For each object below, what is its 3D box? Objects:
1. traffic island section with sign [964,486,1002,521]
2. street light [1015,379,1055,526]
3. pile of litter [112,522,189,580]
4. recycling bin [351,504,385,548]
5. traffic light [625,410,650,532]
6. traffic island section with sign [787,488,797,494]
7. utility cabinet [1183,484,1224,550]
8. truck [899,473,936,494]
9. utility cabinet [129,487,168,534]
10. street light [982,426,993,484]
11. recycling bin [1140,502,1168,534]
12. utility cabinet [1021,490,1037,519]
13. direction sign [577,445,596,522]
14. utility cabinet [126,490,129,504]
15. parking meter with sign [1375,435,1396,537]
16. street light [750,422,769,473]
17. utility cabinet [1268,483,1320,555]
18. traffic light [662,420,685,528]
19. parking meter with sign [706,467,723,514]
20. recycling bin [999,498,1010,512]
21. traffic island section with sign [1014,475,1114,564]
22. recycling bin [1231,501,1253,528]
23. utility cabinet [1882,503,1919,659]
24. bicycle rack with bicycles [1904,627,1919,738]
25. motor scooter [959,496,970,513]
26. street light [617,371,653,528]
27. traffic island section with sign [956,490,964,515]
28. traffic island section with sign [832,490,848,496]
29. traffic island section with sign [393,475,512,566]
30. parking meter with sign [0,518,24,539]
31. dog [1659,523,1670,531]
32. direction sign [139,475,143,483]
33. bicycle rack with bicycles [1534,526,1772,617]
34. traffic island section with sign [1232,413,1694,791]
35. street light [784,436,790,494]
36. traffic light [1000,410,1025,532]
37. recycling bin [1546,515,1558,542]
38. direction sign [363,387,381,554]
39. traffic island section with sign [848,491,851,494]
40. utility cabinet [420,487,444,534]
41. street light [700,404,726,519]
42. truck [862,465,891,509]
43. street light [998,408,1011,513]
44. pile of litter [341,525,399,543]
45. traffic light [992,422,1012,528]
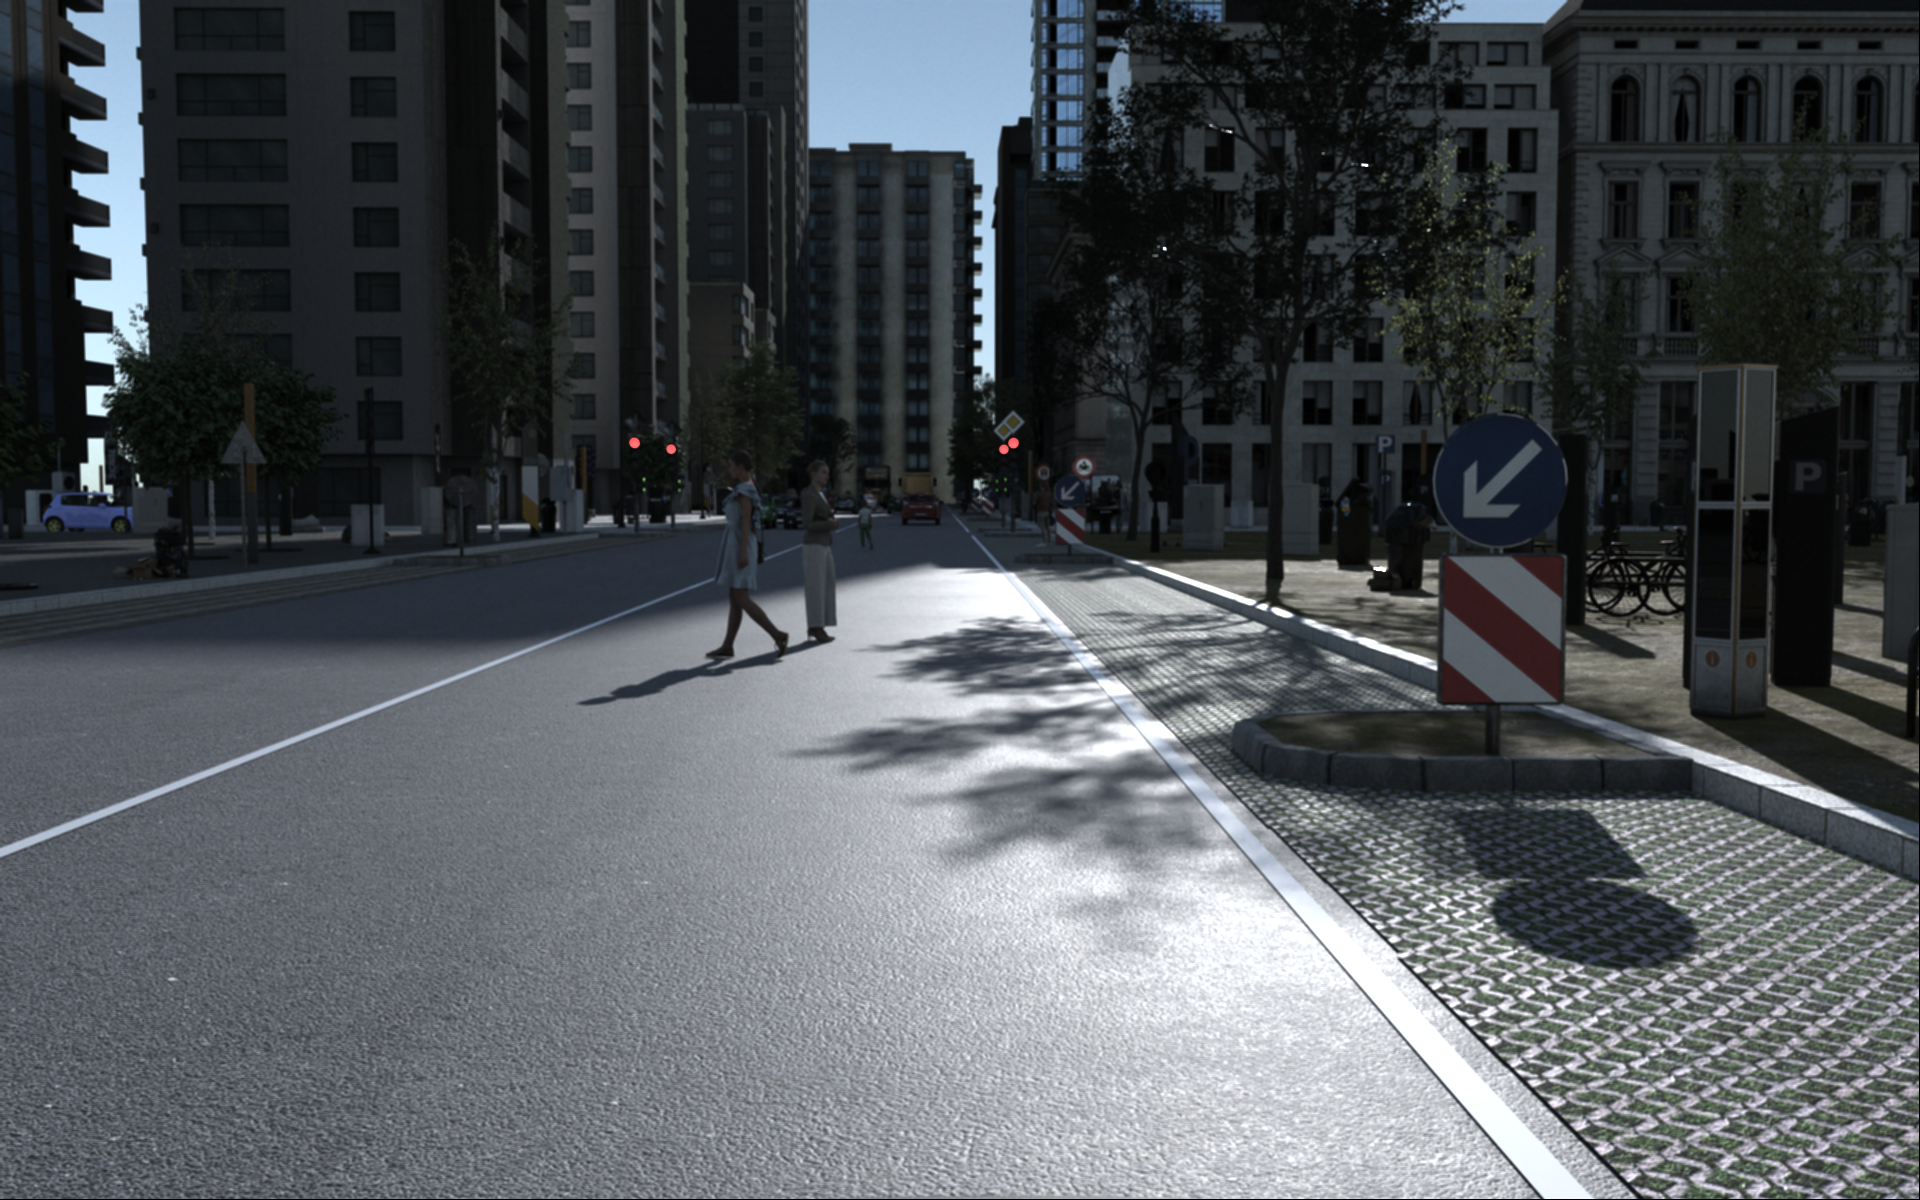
[{"bbox_3d":[1.341,-5.029,90.857,1.989,1.847,2.006,0,4,-1],"label":"traffic island section with sign"},{"bbox_3d":[3.107,-5.950,69.828,1.470,5.913,1.316,0,4,-1],"label":"street light"},{"bbox_3d":[-12.424,-0.775,26.629,1.176,0.858,1.719,-1,4,-9],"label":"pile of litter"},{"bbox_3d":[-14.327,-1.796,41.911,0.722,1.027,0.722,-1,4,-15],"label":"recycling bin"},{"bbox_3d":[-10.797,-4.218,57.887,0.839,4.253,0.868,0,4,-1],"label":"traffic light"},{"bbox_3d":[-11.380,-6.663,117.564,1.989,1.847,2.006,0,4,-1],"label":"traffic island section with sign"},{"bbox_3d":[5.517,-1.874,39.326,0.318,1.500,1.173,-2,4,-28],"label":"utility cabinet"},{"bbox_3d":[-3.790,-9.746,155.263,3.469,3.379,9.791,0,4,-2],"label":"truck"},{"bbox_3d":[-25.762,-2.841,55.121,0.318,1.500,1.173,1,4,19],"label":"utility cabinet"},{"bbox_3d":[2.389,-8.873,117.613,1.470,5.913,1.316,0,4,-1],"label":"street light"},{"bbox_3d":[6.304,-2.683,56.426,0.722,1.027,0.722,-1,4,-16],"label":"recycling bin"},{"bbox_3d":[3.619,-4.736,86.117,1.173,1.500,0.318,2,4,33],"label":"utility cabinet"},{"bbox_3d":[-17.241,-5.355,79.547,0.379,3.537,0.876,2,4,32],"label":"direction sign"},{"bbox_3d":[-39.541,-4.511,82.433,0.318,1.500,1.173,-2,4,-25],"label":"utility cabinet"},{"bbox_3d":[12.851,-3.409,52.002,0.543,3.016,1.738,1,4,21],"label":"parking meter with sign"},{"bbox_3d":[-13.051,-8.548,112.306,1.470,5.913,1.316,0,4,-1],"label":"street light"},{"bbox_3d":[6.966,-1.679,36.135,0.318,1.500,1.173,-2,4,-35],"label":"utility cabinet"},{"bbox_3d":[-10.914,-4.706,65.872,0.839,4.253,0.868,0,4,-1],"label":"traffic light"},{"bbox_3d":[-15.613,-7.054,111.590,0.543,3.016,1.738,2,4,26],"label":"parking meter with sign"},{"bbox_3d":[3.198,-6.748,122.890,0.722,1.027,0.722,-1,4,-12],"label":"recycling bin"},{"bbox_3d":[2.137,-1.686,36.195,1.989,1.847,2.006,0,4,-1],"label":"traffic island section with sign"},{"bbox_3d":[10.687,-3.247,65.641,0.722,1.027,0.722,1,4,21],"label":"recycling bin"},{"bbox_3d":[7.607,-0.169,13.933,0.306,1.237,1.020,2,4,30],"label":"utility cabinet"},{"bbox_3d":[6.200,0.313,8.273,2.925,0.926,2.852,-1,4,-9],"label":"bicycle rack with bicycles"},{"bbox_3d":[0.335,-7.312,132.335,0.815,1.314,1.986,0,4,-3],"label":"motor scooter"},{"bbox_3d":[-12.331,-5.700,65.742,1.470,5.913,1.316,0,4,-1],"label":"street light"},{"bbox_3d":[0.929,-6.688,117.974,1.989,1.847,2.006,0,4,-1],"label":"traffic island section with sign"},{"bbox_3d":[-12.127,-9.739,167.861,1.989,1.847,2.006,0,4,-1],"label":"traffic island section with sign"},{"bbox_3d":[-10.180,-1.615,35.027,1.989,1.847,2.006,0,4,-1],"label":"traffic island section with sign"},{"bbox_3d":[-27.751,-3.252,49.435,1.738,3.016,0.543,-1,4,-18],"label":"parking meter with sign"},{"bbox_3d":[25.006,-2.533,61.601,0.550,0.427,0.748,1,4,14],"label":"dog"},{"bbox_3d":[-55.989,-7.769,119.018,0.876,3.537,0.379,1,4,15],"label":"direction sign"},{"bbox_3d":[7.450,-0.332,18.815,2.925,0.926,2.852,2,4,27],"label":"bicycle rack with bicycles"},{"bbox_3d":[2.523,-0.038,9.243,1.989,1.847,2.006,0,4,-1],"label":"traffic island section with sign"},{"bbox_3d":[-13.247,-10.000,136.037,1.470,5.913,1.316,0,4,-1],"label":"street light"},{"bbox_3d":[1.763,-4.230,58.087,0.839,4.253,0.868,0,4,-1],"label":"traffic light"},{"bbox_3d":[16.172,-2.066,46.336,0.722,1.027,0.722,0,4,-8],"label":"recycling bin"},{"bbox_3d":[-12.646,-2.761,37.146,0.379,3.537,0.876,-2,4,-28],"label":"direction sign"},{"bbox_3d":[-12.536,-11.446,195.772,1.989,1.847,2.006,0,4,-1],"label":"traffic island section with sign"},{"bbox_3d":[-16.731,-2.830,54.950,0.318,1.500,1.173,0,4,6],"label":"utility cabinet"},{"bbox_3d":[-12.717,-7.127,89.062,1.470,5.913,1.316,0,4,-1],"label":"street light"},{"bbox_3d":[-8.177,-11.160,171.384,2.839,4.237,11.283,0,4,-2],"label":"truck"},{"bbox_3d":[2.729,-7.385,93.282,1.470,5.913,1.316,0,4,-1],"label":"street light"},{"bbox_3d":[-15.712,-1.965,46.100,1.719,0.858,1.176,-3,5,-43],"label":"pile of litter"},{"bbox_3d":[1.646,-4.719,66.071,0.839,4.253,0.868,0,4,-1],"label":"traffic light"}]
